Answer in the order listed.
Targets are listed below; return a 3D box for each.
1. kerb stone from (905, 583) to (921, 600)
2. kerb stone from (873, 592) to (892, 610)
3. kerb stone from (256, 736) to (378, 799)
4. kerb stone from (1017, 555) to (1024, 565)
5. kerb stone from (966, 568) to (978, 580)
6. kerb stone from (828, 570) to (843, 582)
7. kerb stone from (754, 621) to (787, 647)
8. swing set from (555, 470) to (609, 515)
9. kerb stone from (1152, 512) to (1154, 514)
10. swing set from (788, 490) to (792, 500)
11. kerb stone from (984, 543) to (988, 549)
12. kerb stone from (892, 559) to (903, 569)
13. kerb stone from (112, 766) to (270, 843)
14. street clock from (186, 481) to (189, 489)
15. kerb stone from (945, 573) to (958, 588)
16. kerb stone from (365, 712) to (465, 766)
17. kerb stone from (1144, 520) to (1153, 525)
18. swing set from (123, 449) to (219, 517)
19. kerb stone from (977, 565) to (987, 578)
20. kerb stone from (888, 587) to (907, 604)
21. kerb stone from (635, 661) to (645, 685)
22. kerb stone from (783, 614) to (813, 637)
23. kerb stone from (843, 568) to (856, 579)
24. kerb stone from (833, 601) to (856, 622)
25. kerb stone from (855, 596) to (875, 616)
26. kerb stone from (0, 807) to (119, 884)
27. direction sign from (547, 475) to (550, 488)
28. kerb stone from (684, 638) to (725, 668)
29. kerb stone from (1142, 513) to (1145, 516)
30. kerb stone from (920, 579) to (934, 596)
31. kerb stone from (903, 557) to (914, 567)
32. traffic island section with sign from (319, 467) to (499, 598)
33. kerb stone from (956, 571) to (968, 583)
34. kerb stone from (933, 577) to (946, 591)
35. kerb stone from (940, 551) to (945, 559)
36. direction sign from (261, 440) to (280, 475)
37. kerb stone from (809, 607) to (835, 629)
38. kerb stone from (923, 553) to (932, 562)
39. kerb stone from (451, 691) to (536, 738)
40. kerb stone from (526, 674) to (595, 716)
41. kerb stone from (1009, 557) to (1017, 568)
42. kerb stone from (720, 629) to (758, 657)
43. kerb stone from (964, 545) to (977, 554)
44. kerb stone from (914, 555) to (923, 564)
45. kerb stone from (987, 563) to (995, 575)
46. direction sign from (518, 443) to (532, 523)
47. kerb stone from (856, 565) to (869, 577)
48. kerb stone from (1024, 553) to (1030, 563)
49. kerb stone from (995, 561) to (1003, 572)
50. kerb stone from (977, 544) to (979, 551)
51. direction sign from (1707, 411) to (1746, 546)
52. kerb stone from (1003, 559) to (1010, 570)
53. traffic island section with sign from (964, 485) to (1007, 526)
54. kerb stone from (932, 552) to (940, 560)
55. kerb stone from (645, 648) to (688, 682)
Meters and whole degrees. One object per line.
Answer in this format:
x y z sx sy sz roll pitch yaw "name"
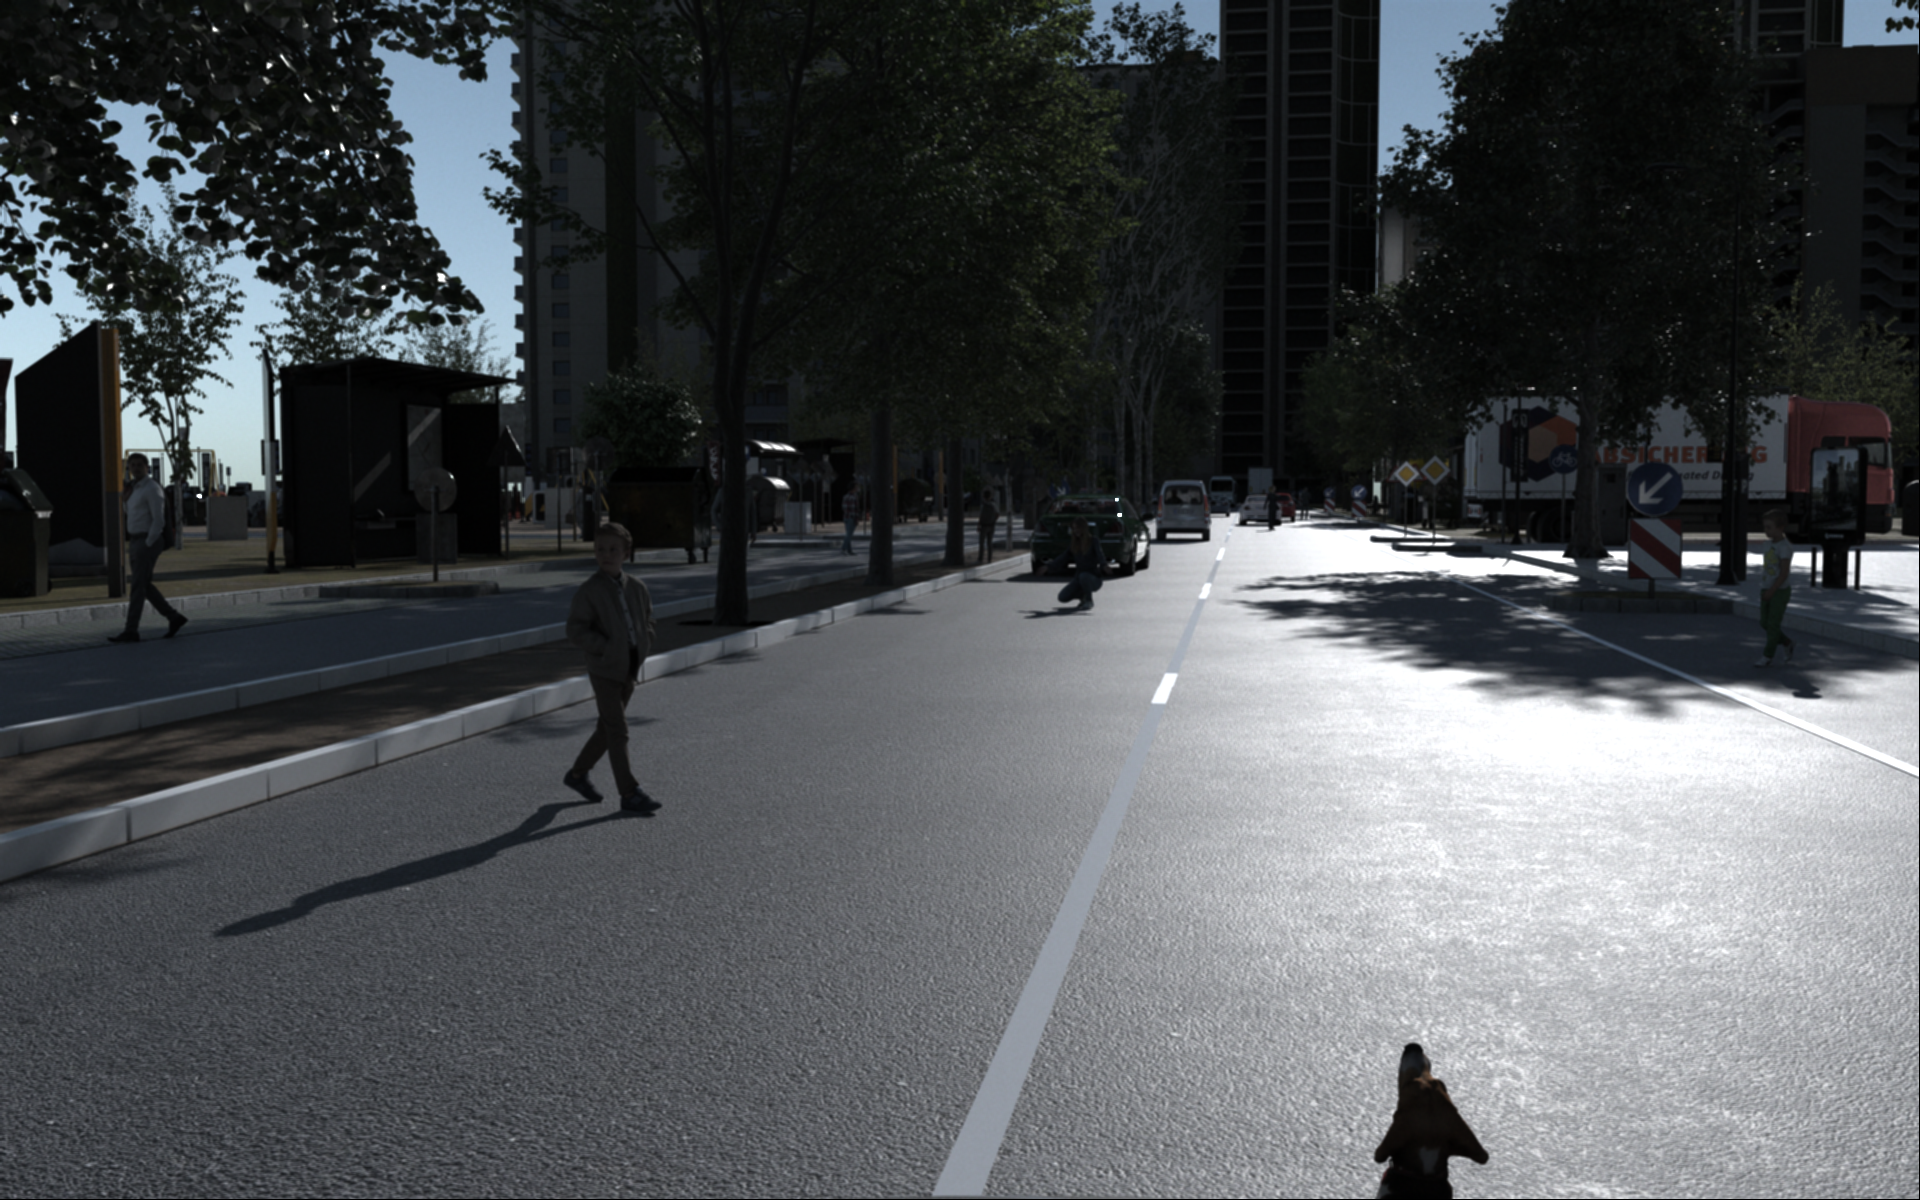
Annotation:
-0.716 -0.097 23.786 0.120 0.150 1.000 1 4 9 "kerb stone"
-1.046 0.029 21.768 0.120 0.150 1.000 1 4 9 "kerb stone"
-3.215 0.836 8.623 0.120 0.150 1.000 1 4 9 "kerb stone"
1.115 -0.777 34.906 0.120 0.150 1.000 1 4 9 "kerb stone"
0.117 -0.406 28.833 0.120 0.150 1.000 1 4 9 "kerb stone"
-2.126 -0.366 28.179 0.120 0.150 1.000 1 4 9 "kerb stone"
-1.877 0.336 16.697 0.120 0.150 1.000 1 4 9 "kerb stone"
-19.445 -5.520 87.871 2.862 2.851 3.119 0 4 6 "swing set"
14.161 -6.401 126.939 0.120 0.150 1.000 1 4 9 "kerb stone"
-7.637 -5.611 89.360 2.862 2.851 3.119 0 4 6 "swing set"
0.545 -1.353 44.367 0.120 0.150 1.000 1 4 9 "kerb stone"
-1.293 -0.673 33.237 0.120 0.150 1.000 1 4 9 "kerb stone"
-3.380 0.895 7.615 0.120 0.150 1.000 1 4 9 "kerb stone"
-41.894 -5.440 93.517 0.358 2.002 0.471 3 5 44 "street clock"
-0.217 -0.276 26.811 0.120 0.150 1.000 1 4 9 "kerb stone"
-3.047 0.774 9.634 0.120 0.150 1.000 1 4 9 "kerb stone"
9.042 -3.719 83.048 0.120 0.150 1.000 1 4 9 "kerb stone"
-27.671 -3.879 61.037 3.119 2.851 2.862 -1 4 -13 "swing set"
0.285 -0.468 29.842 0.120 0.150 1.000 1 4 9 "kerb stone"
-0.890 -0.036 22.779 0.120 0.150 1.000 1 4 9 "kerb stone"
-2.553 0.584 12.665 0.120 0.150 1.000 1 4 9 "kerb stone"
-1.715 0.274 17.716 0.120 0.150 1.000 1 4 9 "kerb stone"
-1.958 -0.425 29.187 0.120 0.150 1.000 1 4 9 "kerb stone"
-1.380 0.150 19.745 0.120 0.150 1.000 1 4 9 "kerb stone"
-1.218 0.088 20.760 0.120 0.150 1.000 1 4 9 "kerb stone"
-3.550 0.955 6.600 0.120 0.150 1.000 1 4 9 "kerb stone"
-31.847 -8.687 134.024 0.379 3.537 0.876 -2 4 -25 "direction sign"
-2.217 0.460 14.681 0.120 0.150 1.000 1 4 9 "kerb stone"
12.654 -5.848 117.817 0.120 0.150 1.000 1 4 9 "kerb stone"
-0.549 -0.159 24.794 0.120 0.150 1.000 1 4 9 "kerb stone"
-1.116 -0.731 34.244 0.120 0.150 1.000 1 4 9 "kerb stone"
-7.694 -0.977 24.607 1.989 1.847 2.006 1 4 9 "traffic island section with sign"
-0.057 -0.341 27.821 0.120 0.150 1.000 1 4 9 "kerb stone"
-0.386 -0.221 25.803 0.120 0.150 1.000 1 4 9 "kerb stone"
-0.448 -0.984 38.286 0.120 0.150 1.000 1 4 9 "kerb stone"
-28.655 -4.896 72.048 0.876 3.537 0.379 1 4 17 "direction sign"
-1.556 0.216 18.736 0.120 0.150 1.000 1 4 9 "kerb stone"
-0.791 -0.861 36.266 0.120 0.150 1.000 1 4 9 "kerb stone"
-2.882 0.709 10.643 0.120 0.150 1.000 1 4 9 "kerb stone"
-2.718 0.645 11.651 0.120 0.150 1.000 1 4 9 "kerb stone"
0.949 -0.710 33.894 0.120 0.150 1.000 1 4 9 "kerb stone"
-2.049 0.398 15.690 0.120 0.150 1.000 1 4 9 "kerb stone"
0.215 -1.233 42.347 0.120 0.150 1.000 1 4 9 "kerb stone"
-0.958 -0.791 35.258 0.120 0.150 1.000 1 4 9 "kerb stone"
0.449 -0.528 30.853 0.120 0.150 1.000 1 4 9 "kerb stone"
-19.508 -5.208 77.145 0.876 3.537 0.379 0 4 -2 "direction sign"
-1.780 -0.484 30.199 0.120 0.150 1.000 1 4 9 "kerb stone"
1.287 -0.839 35.914 0.120 0.150 1.000 1 4 9 "kerb stone"
0.617 -0.588 31.866 0.120 0.150 1.000 1 4 9 "kerb stone"
0.387 -1.293 43.355 0.120 0.150 1.000 1 4 9 "kerb stone"
18.999 -3.118 42.981 0.876 3.537 0.379 1 4 20 "direction sign"
0.782 -0.653 32.876 0.120 0.150 1.000 1 4 9 "kerb stone"
1.289 -4.310 79.100 1.989 1.847 2.006 1 4 9 "traffic island section with sign"
-0.626 -0.921 37.275 0.120 0.150 1.000 1 4 9 "kerb stone"
-2.382 0.521 13.673 0.120 0.150 1.000 1 4 9 "kerb stone"
